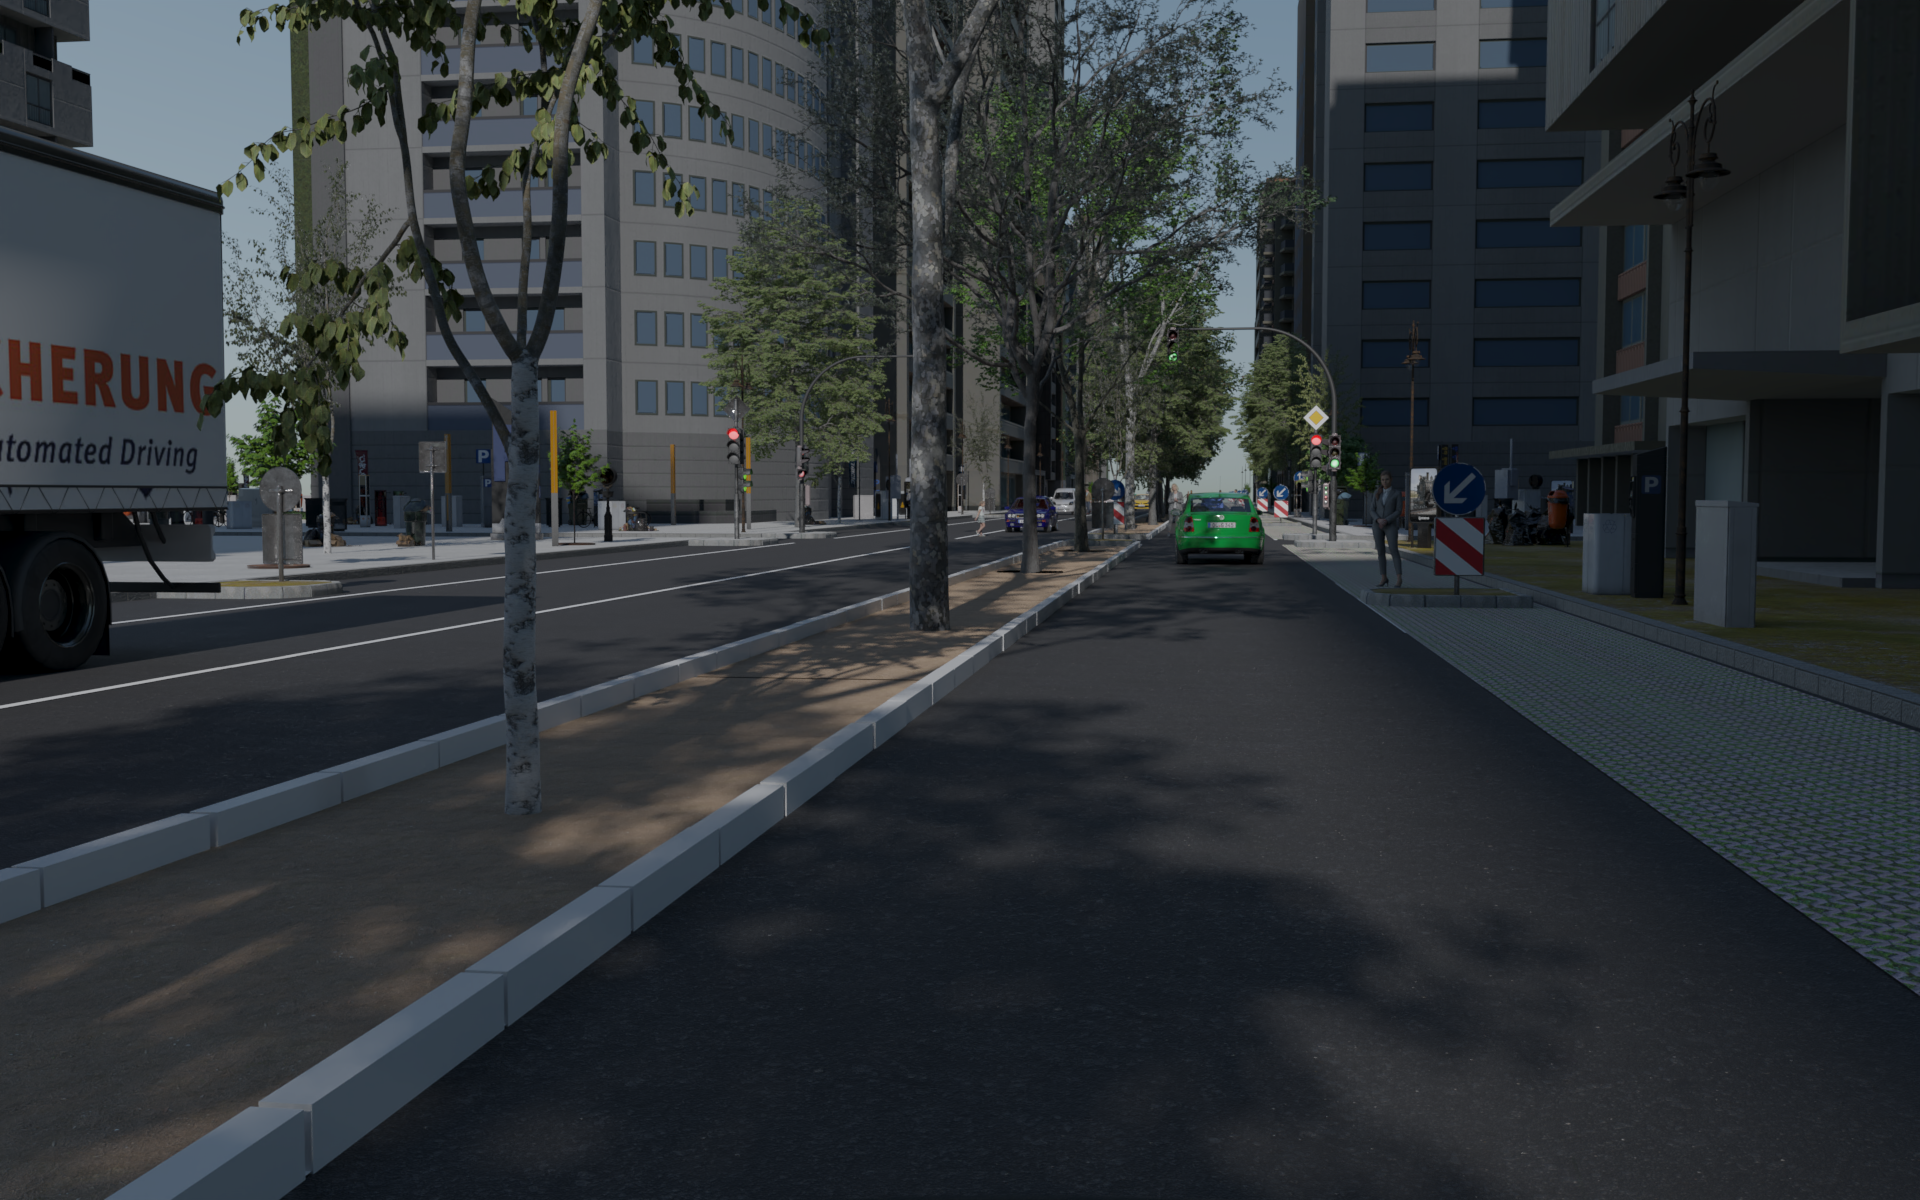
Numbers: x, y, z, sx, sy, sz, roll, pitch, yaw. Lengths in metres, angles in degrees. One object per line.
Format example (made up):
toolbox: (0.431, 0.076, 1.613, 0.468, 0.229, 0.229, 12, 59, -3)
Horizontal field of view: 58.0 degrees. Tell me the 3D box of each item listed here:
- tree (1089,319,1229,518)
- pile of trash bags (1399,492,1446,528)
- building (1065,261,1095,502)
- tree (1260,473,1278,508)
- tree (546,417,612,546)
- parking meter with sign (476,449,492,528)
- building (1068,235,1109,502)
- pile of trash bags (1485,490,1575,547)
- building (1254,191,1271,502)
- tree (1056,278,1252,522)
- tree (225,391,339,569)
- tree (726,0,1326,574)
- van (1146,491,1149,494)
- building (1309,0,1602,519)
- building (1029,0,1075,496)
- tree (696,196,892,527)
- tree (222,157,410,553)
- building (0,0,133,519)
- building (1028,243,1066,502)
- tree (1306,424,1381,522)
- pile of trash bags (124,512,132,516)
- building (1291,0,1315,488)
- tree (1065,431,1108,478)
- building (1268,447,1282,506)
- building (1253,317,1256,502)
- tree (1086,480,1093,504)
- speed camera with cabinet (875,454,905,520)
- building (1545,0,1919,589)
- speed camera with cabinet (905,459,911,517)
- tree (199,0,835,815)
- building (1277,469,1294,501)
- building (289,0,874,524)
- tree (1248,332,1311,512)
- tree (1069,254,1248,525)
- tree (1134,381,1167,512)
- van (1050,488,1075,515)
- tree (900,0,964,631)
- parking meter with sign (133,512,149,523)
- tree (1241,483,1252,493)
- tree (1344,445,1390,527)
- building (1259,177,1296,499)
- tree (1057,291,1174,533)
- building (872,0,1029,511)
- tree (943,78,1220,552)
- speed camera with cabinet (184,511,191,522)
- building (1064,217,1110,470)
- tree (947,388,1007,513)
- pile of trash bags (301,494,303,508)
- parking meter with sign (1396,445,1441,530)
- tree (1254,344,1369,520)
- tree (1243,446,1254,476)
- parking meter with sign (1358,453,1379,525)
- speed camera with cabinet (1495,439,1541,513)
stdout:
tree: (13.096, -12.465, 112.921, 9.857, 13.997, 8.962, 0, 3, 0)
pile of trash bags: (17.133, -3.356, 64.626, 1.912, 1.369, 3.447, 3, 4, 36)
building: (2.922, -34.127, 249.865, 32.217, 40.220, 23.993, 1, 4, 8)
tree: (28.747, -10.140, 160.385, 1.663, 3.219, 1.824, 0, 3, 0)
tree: (-9.597, -3.000, 43.645, 1.663, 3.219, 1.824, 0, 3, 0)
parking meter with sign: (-18.228, -4.305, 66.652, 0.543, 3.016, 1.738, -1, 4, -22)
building: (15.572, -35.716, 267.558, 14.154, 41.232, 14.086, 1, 4, 8)
pile of trash bags: (14.398, -2.047, 43.225, 1.912, 1.369, 3.447, 0, 4, -2)
building: (55.261, -38.868, 259.190, 21.300, 48.544, 21.600, 1, 4, 8)
tree: (9.805, -10.261, 87.238, 9.611, 12.733, 9.660, 0, 3, 0)
tree: (-11.982, -2.171, 30.101, 1.663, 3.219, 1.824, 0, 3, 0)
tree: (1.258, -7.234, 31.099, 12.009, 13.543, 11.850, 0, 3, 0)
van: (22.675, -12.116, 205.102, 2.013, 2.044, 4.112, 0, 4, 7)
building: (31.334, -34.169, 100.659, 21.231, 58.520, 28.212, 1, 4, 8)
building: (5.197, -48.187, 226.104, 20.563, 71.187, 20.611, 1, 4, 8)
tree: (-6.644, -9.099, 66.888, 7.486, 12.596, 7.792, 0, 3, 0)
tree: (-13.901, -5.306, 37.108, 4.360, 8.622, 3.978, 0, 3, 0)
building: (-57.521, -29.882, 77.806, 27.495, 52.752, 28.713, 1, 4, 8)
building: (4.503, -26.007, 196.916, 14.160, 30.474, 14.107, 1, 4, 8)
tree: (18.044, -5.974, 81.388, 4.285, 4.588, 4.351, 0, 3, 0)
pile of trash bags: (-53.017, -6.246, 111.871, 3.447, 1.369, 1.912, -1, 4, -21)
building: (34.993, -30.145, 142.975, 14.600, 45.320, 14.200, 1, 4, 8)
tree: (14.364, -16.713, 207.676, 8.767, 10.594, 7.601, 0, 4, 6)
building: (45.077, -53.317, 184.408, 22.319, 86.520, 31.000, 1, 4, 8)
building: (54.274, -30.996, 278.477, 14.160, 30.474, 14.107, 1, 4, 8)
tree: (17.843, -14.601, 233.321, 1.663, 3.219, 1.824, 0, 3, 0)
speed camera with cabinet: (-3.590, -5.607, 86.013, 0.660, 3.252, 2.038, -2, 4, -25)
building: (23.331, -26.315, 19.491, 28.713, 52.752, 27.495, 1, 4, 8)
speed camera with cabinet: (-3.059, -6.254, 96.584, 0.660, 3.252, 2.038, 3, 4, 38)
tree: (-1.961, -3.358, 7.730, 4.737, 8.622, 4.395, 0, 3, 0)
building: (40.300, -44.095, 159.197, 20.563, 71.187, 20.611, 1, 4, 8)
building: (-17.370, -33.277, 86.082, 21.231, 58.520, 28.212, 1, 4, 8)
tree: (22.661, -12.472, 122.039, 7.486, 12.596, 7.792, 0, 3, 0)
tree: (8.882, -9.668, 78.653, 7.486, 12.596, 7.792, 0, 3, 0)
tree: (10.853, -8.752, 95.906, 4.737, 8.622, 4.395, 0, 3, 0)
van: (7.258, -6.900, 119.819, 2.013, 2.044, 4.112, 1, 4, 9)
tree: (0.761, -9.677, 16.566, 12.611, 20.169, 13.585, 0, 3, 0)
parking meter with sign: (-35.968, -4.929, 76.845, 0.543, 3.016, 1.738, 1, 4, 16)
tree: (44.185, -16.683, 267.369, 1.663, 3.219, 1.824, 0, 3, 0)
tree: (15.876, -4.477, 67.797, 1.663, 3.219, 1.824, 0, 3, 0)
building: (51.869, -35.414, 233.639, 22.147, 44.769, 28.867, 1, 4, 8)
tree: (5.396, -6.534, 59.655, 4.360, 8.622, 3.978, 0, 3, 0)
building: (-6.003, -31.808, 143.770, 21.300, 48.544, 21.600, 1, 4, 8)
tree: (2.910, -6.995, 42.589, 9.928, 11.665, 9.643, 0, 3, 0)
speed camera with cabinet: (-35.703, -5.296, 80.926, 0.660, 3.252, 2.038, 0, 4, 1)
building: (16.906, -38.617, 281.504, 14.600, 45.320, 14.200, 1, 4, 8)
tree: (1.463, -10.363, 119.803, 4.360, 8.622, 3.978, 0, 3, 0)
pile of trash bags: (-38.352, -5.768, 104.054, 3.447, 1.369, 1.912, -3, 5, -42)
parking meter with sign: (16.197, -4.002, 61.689, 1.738, 3.016, 0.543, 1, 4, 12)
tree: (18.034, -8.312, 86.264, 4.737, 8.622, 4.395, 0, 3, 0)
tree: (37.339, -16.280, 216.545, 4.737, 8.622, 4.395, 0, 3, 0)
parking meter with sign: (17.452, -4.719, 73.412, 0.543, 3.016, 1.738, 3, 4, 37)
speed camera with cabinet: (20.121, -4.167, 62.462, 2.038, 3.252, 0.660, -3, 4, -38)
